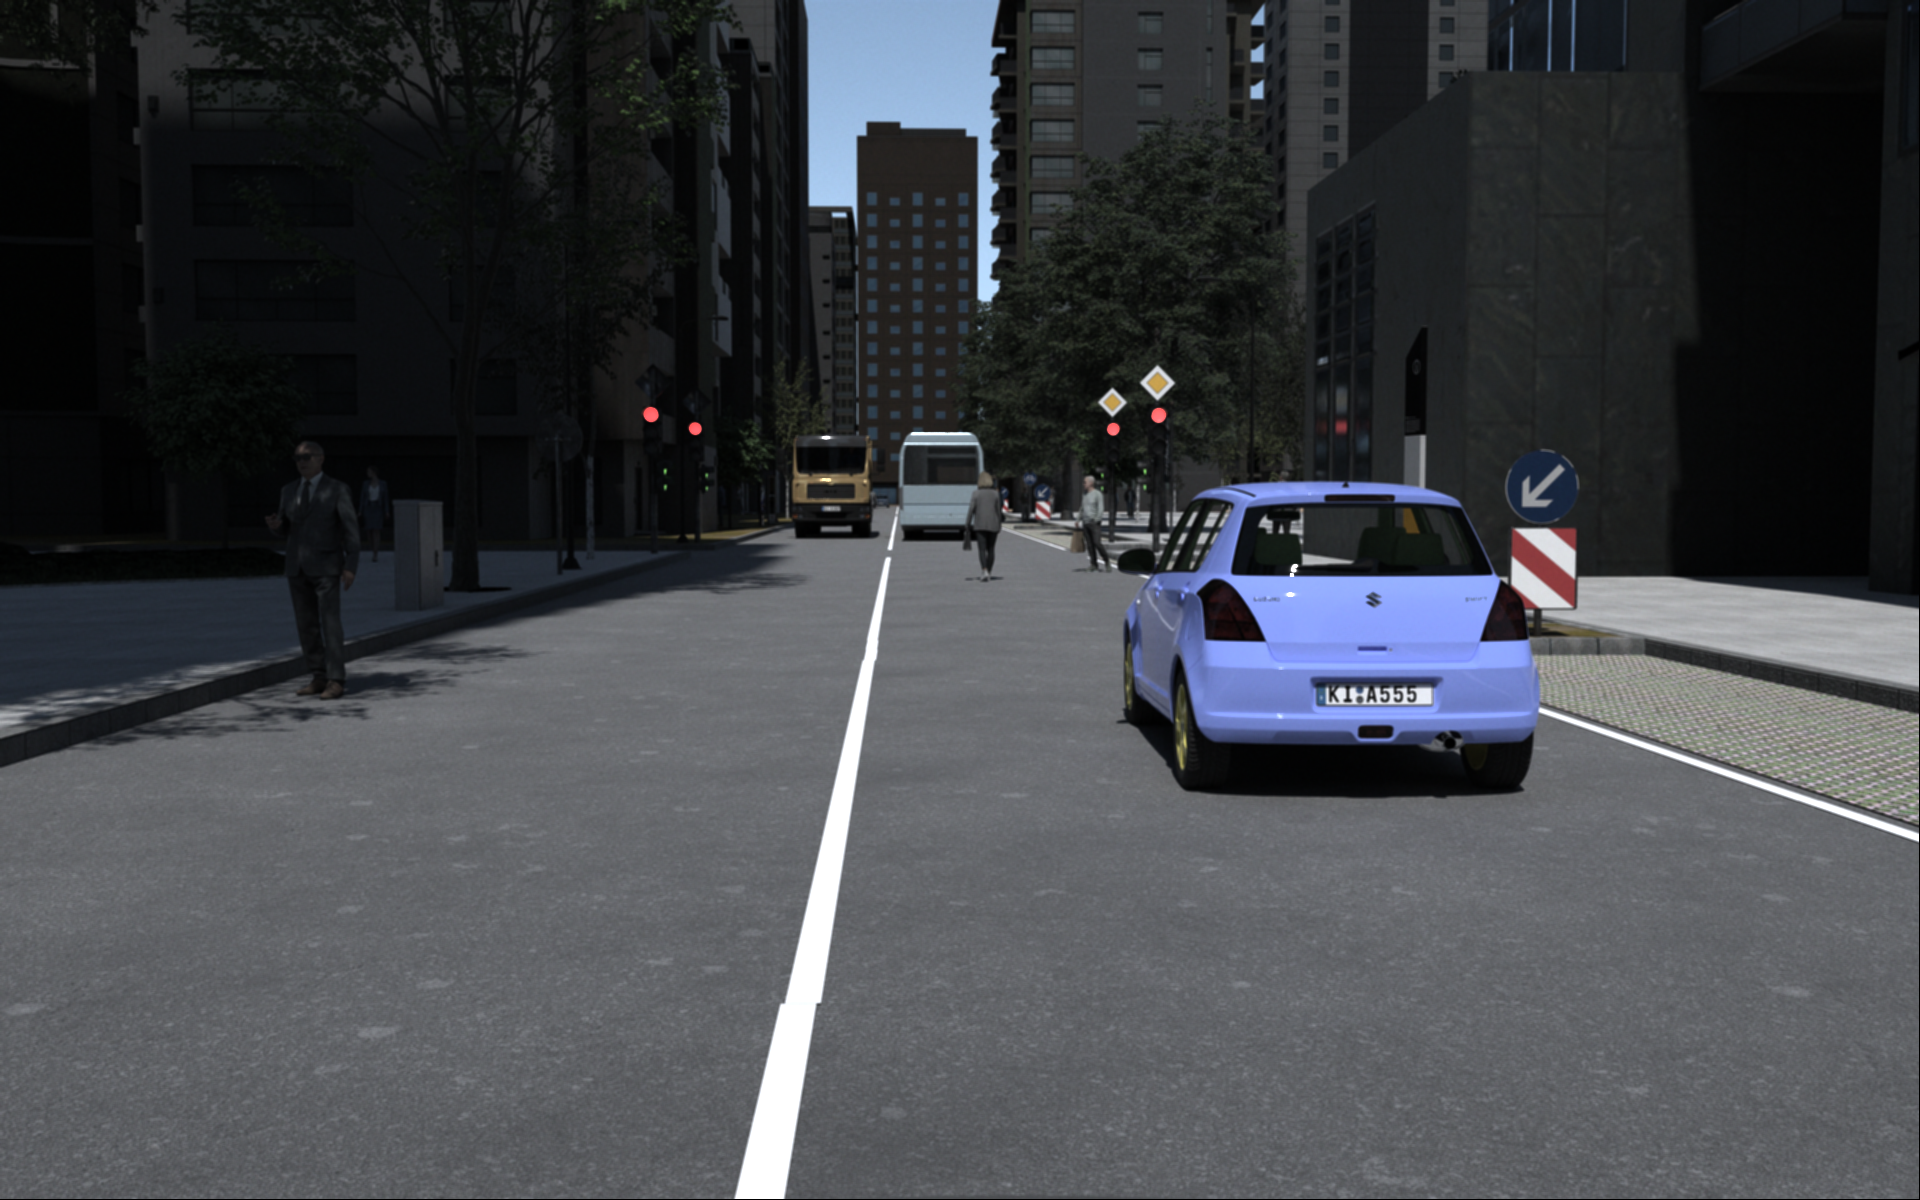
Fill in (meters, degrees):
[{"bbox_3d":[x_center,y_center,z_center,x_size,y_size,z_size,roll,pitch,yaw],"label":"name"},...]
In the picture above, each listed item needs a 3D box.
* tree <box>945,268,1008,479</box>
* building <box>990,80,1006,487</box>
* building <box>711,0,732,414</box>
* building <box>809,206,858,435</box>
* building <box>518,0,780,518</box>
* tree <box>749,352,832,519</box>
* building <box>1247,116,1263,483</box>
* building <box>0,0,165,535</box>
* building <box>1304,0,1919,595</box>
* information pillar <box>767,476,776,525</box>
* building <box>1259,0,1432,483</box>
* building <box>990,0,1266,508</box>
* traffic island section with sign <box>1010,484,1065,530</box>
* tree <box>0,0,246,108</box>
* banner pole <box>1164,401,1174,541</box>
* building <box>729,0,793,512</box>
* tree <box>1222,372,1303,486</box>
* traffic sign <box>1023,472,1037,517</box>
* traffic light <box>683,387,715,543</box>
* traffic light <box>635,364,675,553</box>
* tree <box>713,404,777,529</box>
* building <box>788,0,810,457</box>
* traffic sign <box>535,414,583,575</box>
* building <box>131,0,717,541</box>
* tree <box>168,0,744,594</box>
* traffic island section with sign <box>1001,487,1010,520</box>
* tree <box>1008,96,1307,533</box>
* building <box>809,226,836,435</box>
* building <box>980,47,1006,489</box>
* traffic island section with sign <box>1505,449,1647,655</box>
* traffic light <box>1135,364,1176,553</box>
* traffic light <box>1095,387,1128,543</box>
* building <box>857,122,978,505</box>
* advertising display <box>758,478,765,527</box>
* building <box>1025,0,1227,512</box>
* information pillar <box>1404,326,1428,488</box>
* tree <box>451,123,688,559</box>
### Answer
[{"bbox_3d":[5.050,-10.786,82.999,9.857,13.997,8.962,0,3,0],"label":"tree"},{"bbox_3d":[14.871,-34.311,180.589,23.786,49.044,30.456,0,4,-2],"label":"building"},{"bbox_3d":[-25.287,-30.067,80.833,28.713,52.752,27.495,0,4,-2],"label":"building"},{"bbox_3d":[-24.882,-32.303,220.035,23.993,40.220,32.217,0,4,-2],"label":"building"},{"bbox_3d":[-19.126,-20.721,110.488,14.160,30.474,14.107,0,4,-2],"label":"building"},{"bbox_3d":[-8.812,-8.579,90.623,4.737,8.622,4.395,0,3,0],"label":"tree"},{"bbox_3d":[44.030,-36.281,216.898,21.600,48.544,21.300,0,4,-2],"label":"building"},{"bbox_3d":[-37.026,-37.641,53.684,20.611,71.187,20.563,0,4,-2],"label":"building"},{"bbox_3d":[19.059,-43.232,19.521,22.319,86.520,31.000,0,4,-2],"label":"building"},{"bbox_3d":[-7.746,-4.071,71.052,0.304,2.012,0.304,-1,4,-19],"label":"information pillar"},{"bbox_3d":[42.948,-45.705,185.530,20.611,71.187,20.563,0,4,-2],"label":"building"},{"bbox_3d":[13.988,-30.363,151.065,22.147,44.769,28.867,0,4,-2],"label":"building"},{"bbox_3d":[3.196,-3.778,70.402,1.989,1.847,2.006,0,4,-2],"label":"traffic island section with sign"},{"bbox_3d":[-7.308,-4.553,8.860,7.601,10.594,8.767,3,5,41],"label":"tree"},{"bbox_3d":[5.675,-3.491,47.097,0.401,3.779,0.863,-1,4,-13],"label":"banner pole"},{"bbox_3d":[-21.091,-42.251,129.061,20.563,71.187,20.611,0,4,-2],"label":"building"},{"bbox_3d":[17.736,-8.993,97.392,4.737,8.622,4.395,0,3,0],"label":"tree"},{"bbox_3d":[3.933,-5.943,97.268,0.768,2.556,0.104,0,4,3],"label":"traffic sign"},{"bbox_3d":[-6.865,-3.449,45.315,0.839,4.253,0.868,0,4,-2],"label":"traffic light"},{"bbox_3d":[-6.591,-2.961,37.335,0.839,4.253,0.868,0,4,-2],"label":"traffic light"},{"bbox_3d":[-8.389,-4.869,63.321,4.285,4.588,4.351,0,3,0],"label":"tree"},{"bbox_3d":[-20.189,-30.443,147.860,14.600,45.320,14.200,0,4,-2],"label":"building"},{"bbox_3d":[-6.387,-1.680,27.571,0.768,2.556,0.104,0,4,2],"label":"traffic sign"},{"bbox_3d":[-15.342,-17.210,53.090,14.160,30.474,14.107,0,4,-2],"label":"building"},{"bbox_3d":[-6.402,-5.917,22.498,9.928,11.665,9.643,0,3,0],"label":"tree"},{"bbox_3d":[2.253,-5.444,97.635,1.989,1.847,2.006,0,4,-2],"label":"traffic island section with sign"},{"bbox_3d":[6.537,-9.207,57.197,9.857,13.997,8.962,0,3,0],"label":"tree"},{"bbox_3d":[-20.467,-25.451,187.825,14.107,30.474,14.160,0,4,-2],"label":"building"},{"bbox_3d":[17.219,-55.189,215.017,31.000,86.520,22.319,0,4,-2],"label":"building"},{"bbox_3d":[5.060,-0.465,16.225,1.989,1.847,2.006,0,4,-2],"label":"traffic island section with sign"},{"bbox_3d":[4.263,-2.985,37.722,0.839,4.253,0.868,0,4,-2],"label":"traffic light"},{"bbox_3d":[3.989,-3.473,45.702,0.839,4.253,0.868,0,4,-2],"label":"traffic light"},{"bbox_3d":[-5.241,-34.354,211.805,14.200,45.320,14.600,0,4,-2],"label":"building"},{"bbox_3d":[-7.811,-3.848,68.133,0.123,1.923,0.974,0,4,4],"label":"advertising display"},{"bbox_3d":[11.760,-27.282,129.648,14.154,41.232,14.086,0,4,-2],"label":"building"},{"bbox_3d":[6.437,-2.026,24.485,0.183,3.616,0.504,-1,4,-13],"label":"information pillar"},{"bbox_3d":[-7.505,-5.104,33.814,4.360,8.622,3.978,0,3,0],"label":"tree"}]
